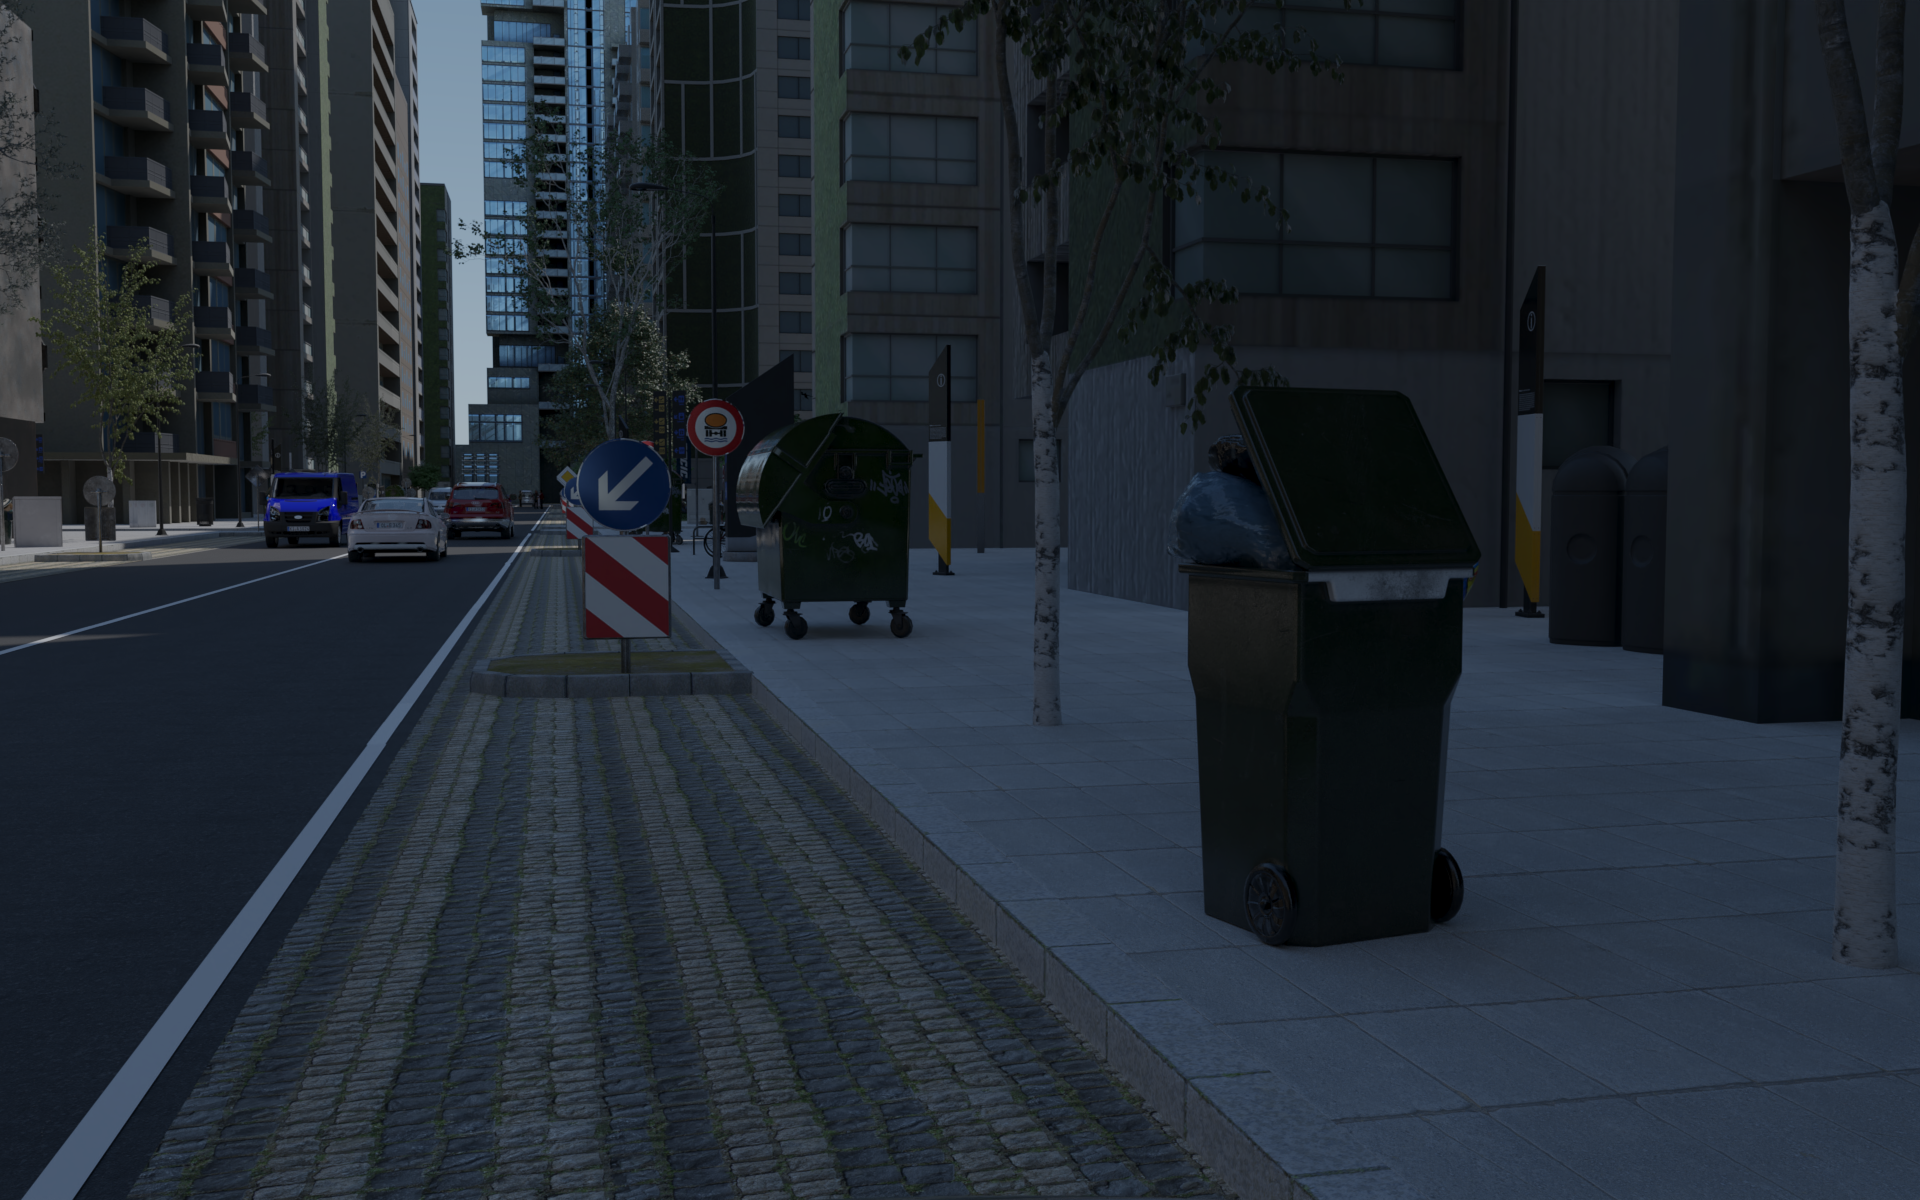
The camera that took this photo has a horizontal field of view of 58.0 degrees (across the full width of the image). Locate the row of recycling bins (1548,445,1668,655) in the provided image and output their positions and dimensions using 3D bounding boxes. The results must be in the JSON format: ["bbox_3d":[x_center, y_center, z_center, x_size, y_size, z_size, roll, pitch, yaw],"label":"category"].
[{"bbox_3d":[6.128,-0.402,13.690,1.069,1.692,3.534,-2,4,-29],"label":"row of recycling bins"}]

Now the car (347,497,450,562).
[{"bbox_3d":[-12.313,-1.570,38.024,2.083,1.381,4.827,-1,4,-13],"label":"car"}]

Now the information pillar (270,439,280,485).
[{"bbox_3d":[-29.230,-5.036,73.693,0.183,3.616,0.504,-2,4,-28],"label":"information pillar"}]

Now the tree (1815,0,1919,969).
[{"bbox_3d":[2.569,-3.297,4.272,4.360,8.622,3.978,0,3,0],"label":"tree"}]

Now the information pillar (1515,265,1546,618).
[{"bbox_3d":[5.944,-1.633,18.055,0.183,3.616,0.504,0,4,-3],"label":"information pillar"}]

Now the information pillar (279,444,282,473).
[{"bbox_3d":[-31.505,-5.414,79.867,0.504,3.616,0.183,-1,4,-17],"label":"information pillar"}]

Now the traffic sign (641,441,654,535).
[{"bbox_3d":[-7.469,-2.522,41.343,0.768,2.556,0.104,-1,4,-11],"label":"traffic sign"}]

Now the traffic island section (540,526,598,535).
[{"bbox_3d":[-13.910,-2.407,61.630,2.009,0.180,2.903,-1,4,-13],"label":"traffic island section"}]

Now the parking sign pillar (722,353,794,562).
[{"bbox_3d":[-3.846,-2.737,33.221,1.447,3.967,1.447,-1,4,-13],"label":"parking sign pillar"}]

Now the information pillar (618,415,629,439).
[{"bbox_3d":[-9.966,-3.670,51.362,0.183,3.616,0.504,-3,5,-40],"label":"information pillar"}]

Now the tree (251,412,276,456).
[{"bbox_3d":[-43.703,-9.406,104.158,4.737,8.622,4.395,0,3,0],"label":"tree"}]

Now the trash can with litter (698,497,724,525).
[{"bbox_3d":[-10.421,-3.717,72.156,1.055,1.170,0.624,-2,4,-23],"label":"trash can with litter"}]

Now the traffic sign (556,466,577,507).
[{"bbox_3d":[-13.931,-3.542,61.548,0.795,2.450,0.064,-1,4,-13],"label":"traffic sign"}]

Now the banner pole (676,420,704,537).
[{"bbox_3d":[-8.102,-3.779,51.799,0.863,3.779,0.401,-2,4,-24],"label":"banner pole"}]

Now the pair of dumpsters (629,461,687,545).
[{"bbox_3d":[-8.060,-2.633,45.544,1.574,2.255,4.437,-1,4,-13],"label":"pair of dumpsters"}]

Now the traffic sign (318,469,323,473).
[{"bbox_3d":[-33.125,-5.488,89.727,0.884,2.594,0.081,0,4,-5],"label":"traffic sign"}]

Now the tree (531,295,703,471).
[{"bbox_3d":[-19.638,-11.169,99.619,9.611,12.733,9.660,0,3,0],"label":"tree"}]

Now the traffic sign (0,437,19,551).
[{"bbox_3d":[-21.568,-2.376,38.957,0.768,2.556,0.104,0,4,-5],"label":"traffic sign"}]

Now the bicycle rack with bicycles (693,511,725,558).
[{"bbox_3d":[-4.227,-1.383,35.988,2.925,0.926,2.852,-2,4,-25],"label":"bicycle rack with bicycles"}]

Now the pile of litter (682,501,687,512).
[{"bbox_3d":[-17.060,-5.720,107.493,1.719,0.858,1.176,2,4,29],"label":"pile of litter"}]

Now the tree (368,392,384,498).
[{"bbox_3d":[-38.105,-9.519,106.002,4.360,8.622,3.978,0,3,0],"label":"tree"}]

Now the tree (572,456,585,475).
[{"bbox_3d":[-26.682,-8.662,125.345,4.285,4.588,4.351,0,3,0],"label":"tree"}]

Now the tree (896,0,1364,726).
[{"bbox_3d":[0.642,-3.599,9.208,4.360,8.622,3.978,0,3,0],"label":"tree"}]

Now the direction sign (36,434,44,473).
[{"bbox_3d":[-35.095,-4.505,65.655,0.876,3.537,0.379,1,4,12],"label":"direction sign"}]

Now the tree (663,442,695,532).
[{"bbox_3d":[-9.995,-3.925,58.767,1.663,3.219,1.824,0,3,0],"label":"tree"}]

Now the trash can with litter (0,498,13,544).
[{"bbox_3d":[-24.317,-1.970,43.590,0.624,1.170,1.055,1,4,21],"label":"trash can with litter"}]

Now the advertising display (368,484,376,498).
[{"bbox_3d":[-37.473,-6.433,110.401,0.123,1.923,0.974,0,4,6],"label":"advertising display"}]

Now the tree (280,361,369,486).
[{"bbox_3d":[-35.146,-8.865,95.312,4.360,8.622,3.978,0,3,0],"label":"tree"}]

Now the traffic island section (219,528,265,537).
[{"bbox_3d":[-24.035,-2.264,59.297,2.009,0.180,2.903,-1,4,-13],"label":"traffic island section"}]

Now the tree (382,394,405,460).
[{"bbox_3d":[-42.400,-10.696,125.237,4.360,8.622,3.978,0,3,0],"label":"tree"}]

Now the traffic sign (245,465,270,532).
[{"bbox_3d":[-24.014,-3.401,59.241,0.795,2.450,0.064,-1,4,-13],"label":"traffic sign"}]

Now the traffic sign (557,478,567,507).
[{"bbox_3d":[-15.734,-4.017,69.327,0.795,2.450,0.064,-1,4,-13],"label":"traffic sign"}]

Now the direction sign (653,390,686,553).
[{"bbox_3d":[-6.359,-2.813,37.995,0.876,3.537,0.379,2,4,29],"label":"direction sign"}]

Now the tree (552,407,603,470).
[{"bbox_3d":[-31.918,-13.196,150.172,7.601,10.594,8.767,0,4,6],"label":"tree"}]

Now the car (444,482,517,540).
[{"bbox_3d":[-15.582,-2.909,56.234,2.281,1.827,5.304,-1,4,-12],"label":"car"}]

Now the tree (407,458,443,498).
[{"bbox_3d":[-49.397,-10.780,159.968,4.285,4.588,4.351,0,3,0],"label":"tree"}]

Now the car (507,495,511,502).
[{"bbox_3d":[-54.250,-11.820,205.840,1.945,1.354,3.894,-1,4,-13],"label":"car"}]

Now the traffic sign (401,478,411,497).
[{"bbox_3d":[-43.899,-8.394,137.348,0.768,2.556,0.104,-1,4,-11],"label":"traffic sign"}]

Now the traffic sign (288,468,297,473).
[{"bbox_3d":[-25.817,-3.876,67.020,0.795,2.450,0.064,-1,4,-13],"label":"traffic sign"}]

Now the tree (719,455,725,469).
[{"bbox_3d":[-6.160,-4.409,55.798,4.285,4.588,4.351,0,3,0],"label":"tree"}]

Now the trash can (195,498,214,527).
[{"bbox_3d":[-29.892,-3.480,68.550,0.748,1.137,0.748,0,3,0],"label":"trash can"}]

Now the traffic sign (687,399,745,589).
[{"bbox_3d":[-3.273,-1.415,23.248,0.768,2.556,0.104,-1,4,-11],"label":"traffic sign"}]

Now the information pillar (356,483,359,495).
[{"bbox_3d":[-39.301,-6.619,112.707,0.304,2.012,0.304,-1,4,-10],"label":"information pillar"}]

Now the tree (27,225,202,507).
[{"bbox_3d":[-23.646,-6.005,48.545,4.737,8.622,4.395,0,3,0],"label":"tree"}]

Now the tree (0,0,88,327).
[{"bbox_3d":[-20.117,-7.232,28.621,12.009,13.543,11.850,0,3,0],"label":"tree"}]

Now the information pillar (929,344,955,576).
[{"bbox_3d":[-0.310,-2.202,27.353,0.183,3.616,0.504,-3,4,-38],"label":"information pillar"}]

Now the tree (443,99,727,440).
[{"bbox_3d":[-18.072,-13.978,84.423,12.611,20.169,13.585,0,3,0],"label":"tree"}]
